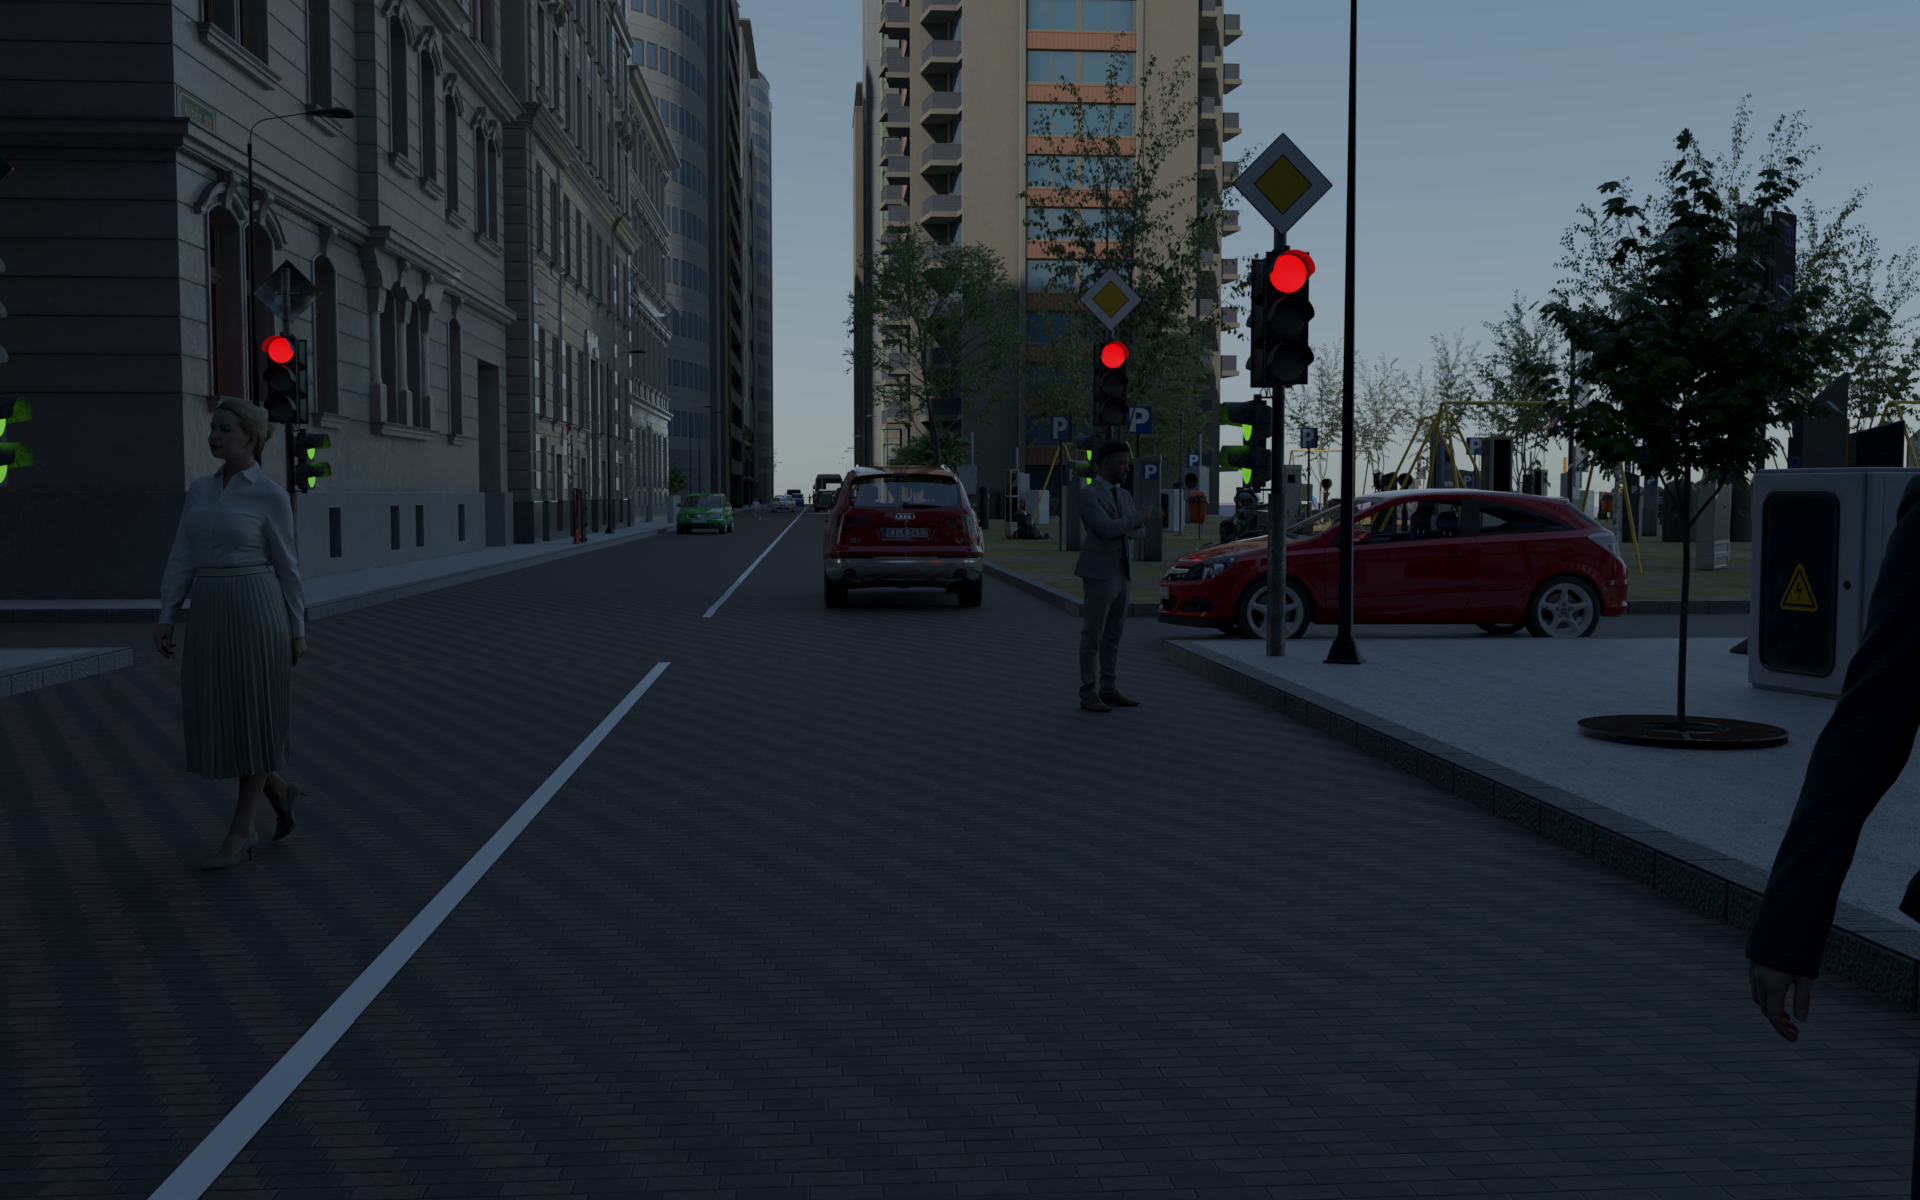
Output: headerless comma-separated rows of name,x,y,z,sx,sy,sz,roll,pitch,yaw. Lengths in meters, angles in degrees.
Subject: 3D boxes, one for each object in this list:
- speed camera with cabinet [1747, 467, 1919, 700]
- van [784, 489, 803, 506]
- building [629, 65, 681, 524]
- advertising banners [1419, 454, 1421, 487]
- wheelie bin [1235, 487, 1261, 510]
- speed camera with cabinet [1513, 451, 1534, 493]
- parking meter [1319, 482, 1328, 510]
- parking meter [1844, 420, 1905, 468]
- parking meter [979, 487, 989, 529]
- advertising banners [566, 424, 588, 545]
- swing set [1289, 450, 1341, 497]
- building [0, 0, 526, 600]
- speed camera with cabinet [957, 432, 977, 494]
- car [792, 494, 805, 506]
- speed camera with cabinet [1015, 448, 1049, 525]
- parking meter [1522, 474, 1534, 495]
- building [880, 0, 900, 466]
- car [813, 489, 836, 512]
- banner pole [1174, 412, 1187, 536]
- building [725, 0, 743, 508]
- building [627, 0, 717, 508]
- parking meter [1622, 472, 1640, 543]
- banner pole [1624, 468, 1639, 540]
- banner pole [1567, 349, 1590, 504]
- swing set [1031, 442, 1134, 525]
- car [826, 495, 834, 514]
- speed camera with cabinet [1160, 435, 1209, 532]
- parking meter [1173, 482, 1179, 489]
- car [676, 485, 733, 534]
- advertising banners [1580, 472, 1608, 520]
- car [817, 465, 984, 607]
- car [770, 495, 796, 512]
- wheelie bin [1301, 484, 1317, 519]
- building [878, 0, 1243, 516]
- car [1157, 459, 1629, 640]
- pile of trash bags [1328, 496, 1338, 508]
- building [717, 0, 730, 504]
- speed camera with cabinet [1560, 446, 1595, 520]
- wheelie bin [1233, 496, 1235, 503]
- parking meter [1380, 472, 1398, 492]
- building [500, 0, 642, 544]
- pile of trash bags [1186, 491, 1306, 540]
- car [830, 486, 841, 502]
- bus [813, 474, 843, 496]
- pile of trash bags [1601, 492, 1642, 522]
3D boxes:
speed camera with cabinet,5.778,-0.991,10.534,0.660,3.252,2.038,-1,4,-17
van,-19.868,-12.396,207.060,2.240,2.365,5.245,0,4,-6
building,-19.237,-14.820,78.459,11.583,22.565,21.152,0,4,-5
advertising banners,18.516,-4.478,69.406,0.090,3.025,2.074,1,4,21
wheelie bin,10.394,-3.315,62.102,0.693,1.594,0.980,1,4,19
speed camera with cabinet,26.008,-5.212,79.547,2.038,3.252,0.660,-3,5,-42
parking meter,18.245,-4.964,86.864,0.399,1.863,0.255,0,4,-4
parking meter,7.274,-0.497,13.832,0.399,1.863,0.255,1,4,13
parking meter,0.873,-3.343,63.072,0.372,1.533,0.369,0,3,0
advertising banners,-9.850,-2.953,44.468,0.090,3.025,2.074,0,4,1
swing set,13.322,-3.919,61.703,3.119,2.851,2.862,0,4,-2
building,-16.457,-14.891,30.865,14.401,28.519,23.554,0,4,-5
speed camera with cabinet,0.124,-3.770,55.975,0.660,3.252,2.038,0,4,-6
car,-18.967,-11.744,201.604,1.945,1.707,3.694,0,4,-6
speed camera with cabinet,2.954,-4.833,73.352,0.660,3.252,2.038,-2,4,-34
parking meter,16.790,-2.784,51.234,0.255,1.863,0.399,2,4,32
building,0.710,-27.678,136.132,14.154,41.232,14.086,0,4,-5
car,-10.479,-7.859,137.163,2.281,1.827,5.304,0,4,-6
banner pole,6.739,-3.841,52.813,0.401,3.779,0.863,0,4,4
building,-29.938,-32.085,148.285,21.300,48.544,21.600,0,4,-5
building,-26.481,-34.610,107.880,21.231,58.520,28.212,0,4,-5
parking meter,17.670,-2.440,45.605,0.399,1.863,0.255,-1,4,-21
banner pole,18.869,-3.594,48.779,0.401,3.779,0.863,0,4,-1
banner pole,8.523,-2.072,23.894,0.401,3.779,0.863,3,5,42
swing set,3.949,-3.360,52.557,2.862,2.851,3.119,-3,4,-38
car,-7.970,-6.302,115.399,2.083,1.381,4.827,0,4,-5
speed camera with cabinet,7.387,-3.909,58.240,0.660,3.252,2.038,-3,5,-45
parking meter,10.220,-4.640,81.569,0.399,1.863,0.255,2,4,25
car,-9.324,-3.339,63.391,1.959,1.807,4.718,0,4,-3
advertising banners,31.542,-5.531,86.626,2.074,3.025,0.090,-1,4,-15
car,-0.819,-0.910,23.560,2.281,1.827,5.304,0,4,-3
car,-14.017,-7.644,137.339,2.083,1.381,4.827,0,4,-5
wheelie bin,10.410,-2.752,52.903,0.980,1.594,0.693,1,4,13
building,5.909,-28.106,114.154,22.147,44.769,28.867,0,4,-5
car,4.172,-0.484,16.950,4.494,1.783,2.155,0,4,-3
pile of trash bags,21.357,-5.145,93.868,3.447,1.369,1.912,1,4,12
building,-24.960,-27.340,130.600,14.154,41.232,14.086,0,4,-5
speed camera with cabinet,25.614,-4.740,71.842,2.038,3.252,0.660,-3,5,-45
wheelie bin,12.449,-4.163,75.973,0.980,1.594,0.693,1,4,19
parking meter,11.278,-2.437,45.557,0.255,1.863,0.399,-3,4,-37
building,-17.539,-15.781,55.291,12.463,27.353,25.104,0,4,-5
pile of trash bags,8.106,-2.406,49.097,3.447,1.369,1.912,0,4,-6
car,-5.129,-4.502,82.283,2.281,1.827,5.304,0,4,-5
bus,-12.514,-10.386,164.672,2.948,3.499,13.247,0,4,-5
pile of trash bags,30.589,-4.161,77.789,3.447,1.369,1.912,2,4,25
